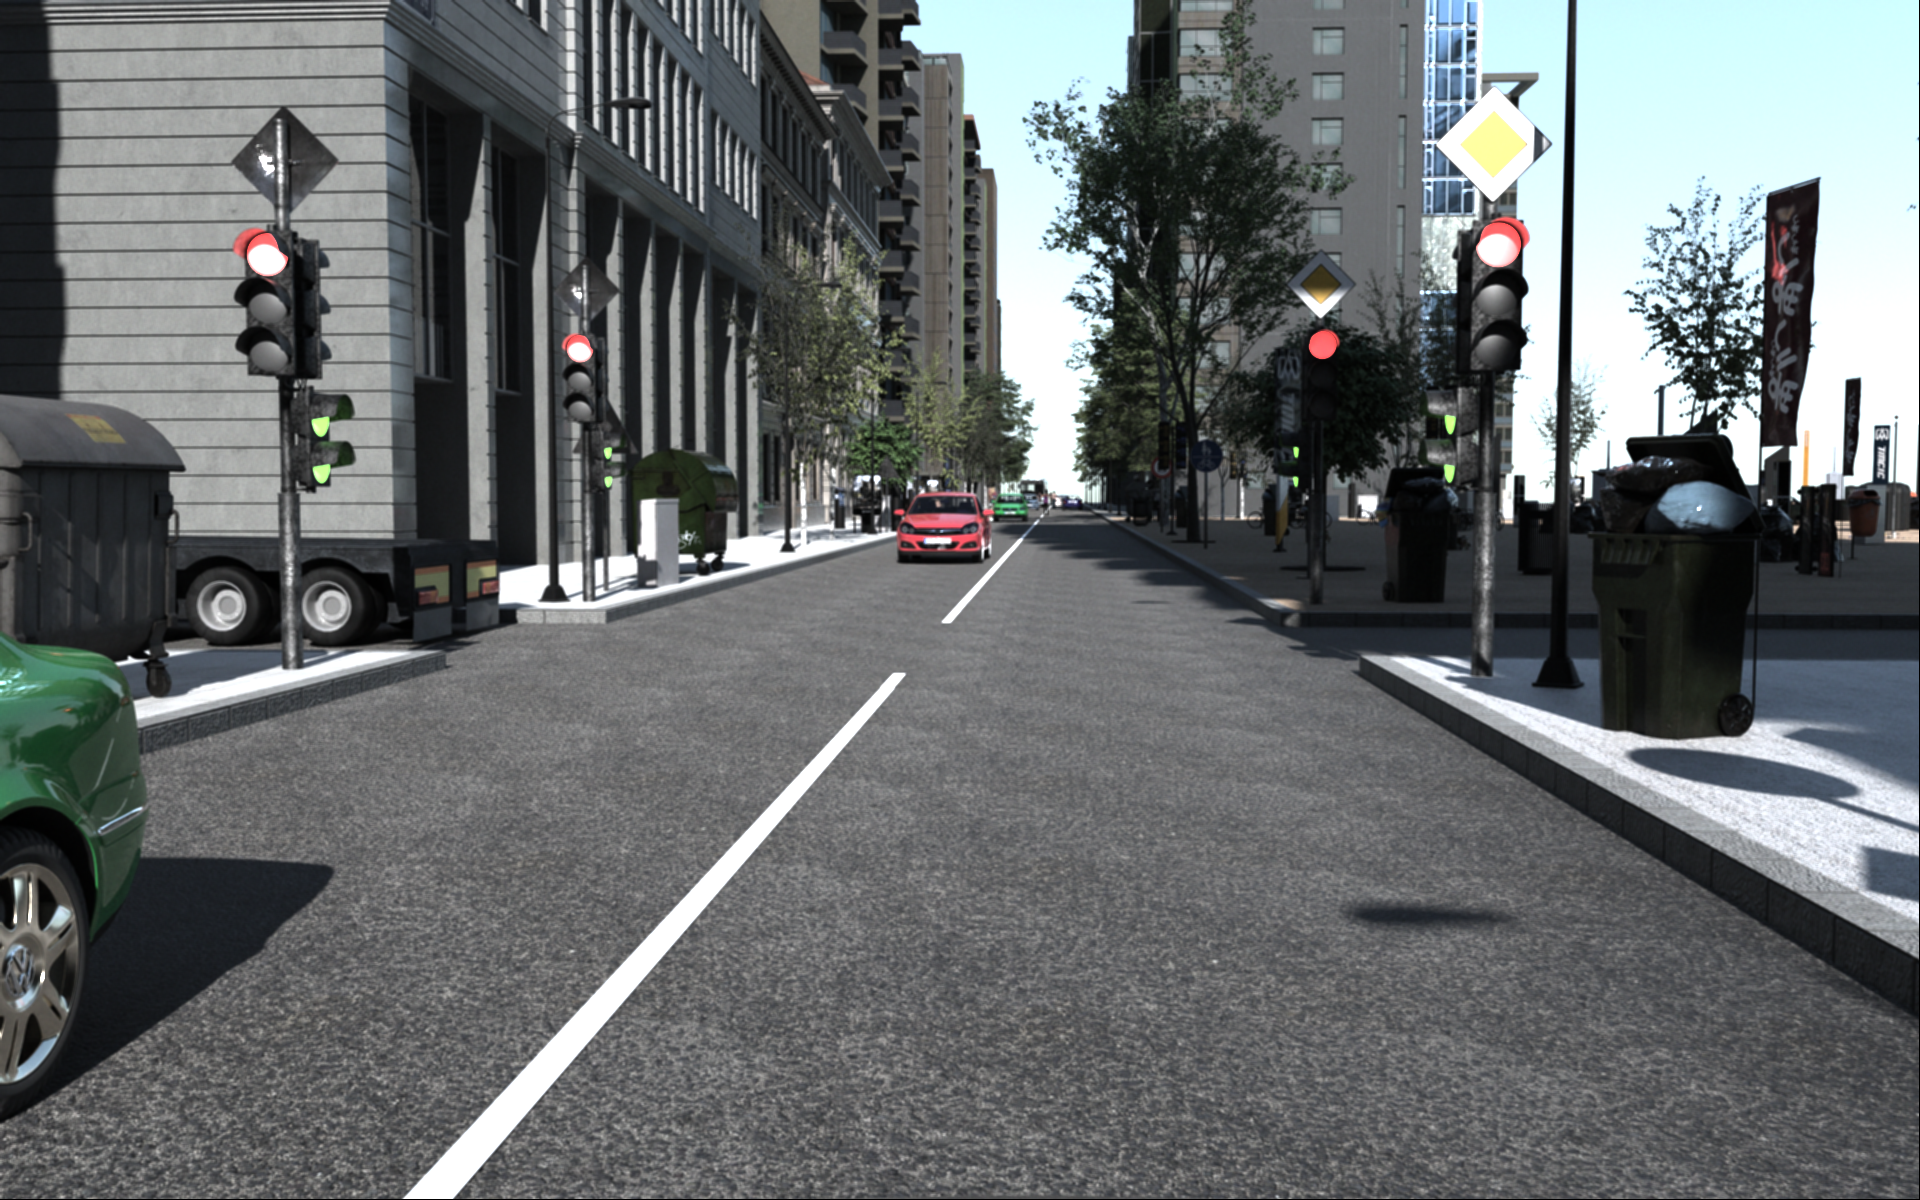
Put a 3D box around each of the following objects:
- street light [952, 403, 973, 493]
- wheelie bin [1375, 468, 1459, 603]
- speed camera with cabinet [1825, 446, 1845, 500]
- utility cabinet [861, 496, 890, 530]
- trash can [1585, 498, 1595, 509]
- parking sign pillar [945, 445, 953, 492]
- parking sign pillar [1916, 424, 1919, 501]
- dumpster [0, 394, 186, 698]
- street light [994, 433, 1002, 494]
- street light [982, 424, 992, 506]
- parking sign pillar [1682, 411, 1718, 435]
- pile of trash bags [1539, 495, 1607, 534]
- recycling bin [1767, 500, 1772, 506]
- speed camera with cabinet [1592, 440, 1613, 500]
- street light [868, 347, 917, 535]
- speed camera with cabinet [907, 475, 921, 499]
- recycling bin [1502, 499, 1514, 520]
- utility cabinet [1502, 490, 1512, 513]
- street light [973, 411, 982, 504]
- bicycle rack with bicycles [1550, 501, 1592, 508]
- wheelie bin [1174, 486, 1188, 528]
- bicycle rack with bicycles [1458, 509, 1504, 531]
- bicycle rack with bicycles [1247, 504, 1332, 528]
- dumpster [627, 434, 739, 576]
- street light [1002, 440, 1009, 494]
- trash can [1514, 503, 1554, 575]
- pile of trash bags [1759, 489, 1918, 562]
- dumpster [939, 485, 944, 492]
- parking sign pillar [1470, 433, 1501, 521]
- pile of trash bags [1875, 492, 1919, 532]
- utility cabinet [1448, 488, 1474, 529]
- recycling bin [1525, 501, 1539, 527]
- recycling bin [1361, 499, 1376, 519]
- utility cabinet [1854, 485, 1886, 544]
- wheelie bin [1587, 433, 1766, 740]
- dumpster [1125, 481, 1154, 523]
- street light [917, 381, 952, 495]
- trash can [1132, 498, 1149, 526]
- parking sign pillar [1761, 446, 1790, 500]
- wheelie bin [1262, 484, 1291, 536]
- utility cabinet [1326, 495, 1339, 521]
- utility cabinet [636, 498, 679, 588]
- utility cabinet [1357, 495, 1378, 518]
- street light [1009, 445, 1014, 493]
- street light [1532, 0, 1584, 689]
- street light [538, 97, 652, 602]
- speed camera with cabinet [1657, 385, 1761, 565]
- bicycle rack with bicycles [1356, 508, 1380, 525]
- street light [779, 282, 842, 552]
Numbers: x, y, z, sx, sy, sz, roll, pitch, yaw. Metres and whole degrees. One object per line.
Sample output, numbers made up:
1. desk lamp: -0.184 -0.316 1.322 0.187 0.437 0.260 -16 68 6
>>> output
1. street light: -0.248 -7.090 88.469 1.470 5.913 1.316 0 4 3
2. wheelie bin: 5.469 -0.778 20.621 0.980 1.594 0.693 0 4 -4
3. speed camera with cabinet: 36.865 -4.718 71.468 2.038 3.252 0.660 3 4 37
4. utility cabinet: -2.988 -3.068 61.318 1.020 1.237 0.306 0 4 8
5. trash can: 25.538 -3.603 70.558 0.748 1.137 0.748 0 3 0
6. parking sign pillar: -0.617 -6.464 94.154 1.447 3.967 1.447 0 4 2
7. parking sign pillar: 37.275 -4.783 66.679 1.447 3.967 1.447 -3 5 -44
8. dumpster: -5.595 -0.271 10.194 1.264 1.857 1.865 0 4 3
9. street light: 2.220 -9.694 131.041 1.470 5.913 1.316 0 4 3
10. street light: 1.162 -8.670 114.290 1.470 5.913 1.316 0 4 3
11. parking sign pillar: 23.458 -4.087 55.295 1.447 3.967 1.447 -1 4 -13
12. pile of trash bags: 20.663 -2.893 57.060 3.447 1.369 1.912 -3 5 -41
13. recycling bin: 36.197 -4.009 78.106 0.722 1.027 0.722 -2 4 -33
14. speed camera with cabinet: 24.053 -4.261 64.003 0.660 3.252 2.038 3 5 44
15. street light: -2.235 -5.034 54.850 1.470 5.913 1.316 0 4 3
16. speed camera with cabinet: -2.119 -5.813 89.385 0.660 3.252 2.038 1 4 21
17. recycling bin: 27.564 -4.521 86.473 0.722 1.027 0.722 3 5 39
18. utility cabinet: 27.878 -4.865 88.221 0.318 1.500 1.173 2 4 27
19. street light: 0.319 -7.644 97.527 1.470 5.913 1.316 0 4 3
20. bicycle rack with bicycles: 30.882 -4.522 87.316 2.852 0.926 2.925 2 4 30
21. wheelie bin: 8.571 -3.558 66.088 0.980 1.594 0.693 -2 4 -35
22. bicycle rack with bicycles: 17.863 -2.897 60.747 2.925 0.926 2.852 -1 4 -22
23. bicycle rack with bicycles: 12.519 -3.158 65.020 2.925 0.926 2.852 2 4 26
24. dumpster: -4.480 -1.553 27.884 1.502 2.255 1.985 0 4 3
25. street light: 3.193 -10.719 147.796 1.470 5.913 1.316 0 4 3
26. trash can: 9.197 -0.972 27.541 0.748 1.137 0.748 0 3 0
27. pile of trash bags: 16.304 -1.456 33.555 3.447 1.369 1.912 -1 4 -15
28. dumpster: -1.421 -4.595 80.893 1.264 1.857 1.865 0 4 3
29. parking sign pillar: 23.197 -5.384 76.504 1.447 3.967 1.447 -1 4 -20
30. pile of trash bags: 35.172 -3.241 62.745 1.912 1.369 3.447 0 4 -3
31. utility cabinet: 18.046 -3.301 62.645 0.318 1.500 1.173 -2 4 -25
32. recycling bin: 22.138 -3.356 67.423 0.722 1.027 0.722 1 4 19
33. recycling bin: 21.422 -4.787 90.820 0.722 1.027 0.722 1 4 13
34. utility cabinet: 23.177 -2.169 44.143 1.173 1.500 0.318 -3 5 -40
35. wheelie bin: 3.822 -0.084 9.274 0.693 1.594 0.980 -2 4 -24
36. dumpster: 8.121 -4.444 78.411 1.264 1.857 1.865 0 4 3
37. street light: -1.225 -6.059 71.603 1.470 5.913 1.316 0 4 3
38. trash can: 7.270 -3.546 69.635 0.748 1.137 0.748 0 3 0
39. parking sign pillar: 42.951 -6.288 91.273 1.447 3.967 1.447 0 4 -3
40. wheelie bin: 9.722 -2.785 53.436 0.980 1.594 0.693 -2 4 -33
41. utility cabinet: 17.679 -4.376 82.713 1.020 1.237 0.306 -3 5 -41
42. utility cabinet: -4.231 -0.801 24.252 0.306 1.237 1.020 1 4 9
43. utility cabinet: 21.610 -4.931 91.783 1.020 1.237 0.306 2 4 25
44. street light: 4.261 -11.749 164.638 1.470 5.913 1.316 0 4 3
45. street light: 3.462 -2.380 11.447 1.470 5.913 1.316 0 4 3
46. street light: -4.304 -2.931 20.460 1.470 5.913 1.316 0 4 3
47. speed camera with cabinet: 13.426 -2.274 31.511 2.038 3.252 0.660 1 4 12
48. bicycle rack with bicycles: 17.843 -3.557 71.543 2.925 0.926 2.852 1 4 20
49. street light: -3.273 -4.010 38.098 1.470 5.913 1.316 0 4 3
